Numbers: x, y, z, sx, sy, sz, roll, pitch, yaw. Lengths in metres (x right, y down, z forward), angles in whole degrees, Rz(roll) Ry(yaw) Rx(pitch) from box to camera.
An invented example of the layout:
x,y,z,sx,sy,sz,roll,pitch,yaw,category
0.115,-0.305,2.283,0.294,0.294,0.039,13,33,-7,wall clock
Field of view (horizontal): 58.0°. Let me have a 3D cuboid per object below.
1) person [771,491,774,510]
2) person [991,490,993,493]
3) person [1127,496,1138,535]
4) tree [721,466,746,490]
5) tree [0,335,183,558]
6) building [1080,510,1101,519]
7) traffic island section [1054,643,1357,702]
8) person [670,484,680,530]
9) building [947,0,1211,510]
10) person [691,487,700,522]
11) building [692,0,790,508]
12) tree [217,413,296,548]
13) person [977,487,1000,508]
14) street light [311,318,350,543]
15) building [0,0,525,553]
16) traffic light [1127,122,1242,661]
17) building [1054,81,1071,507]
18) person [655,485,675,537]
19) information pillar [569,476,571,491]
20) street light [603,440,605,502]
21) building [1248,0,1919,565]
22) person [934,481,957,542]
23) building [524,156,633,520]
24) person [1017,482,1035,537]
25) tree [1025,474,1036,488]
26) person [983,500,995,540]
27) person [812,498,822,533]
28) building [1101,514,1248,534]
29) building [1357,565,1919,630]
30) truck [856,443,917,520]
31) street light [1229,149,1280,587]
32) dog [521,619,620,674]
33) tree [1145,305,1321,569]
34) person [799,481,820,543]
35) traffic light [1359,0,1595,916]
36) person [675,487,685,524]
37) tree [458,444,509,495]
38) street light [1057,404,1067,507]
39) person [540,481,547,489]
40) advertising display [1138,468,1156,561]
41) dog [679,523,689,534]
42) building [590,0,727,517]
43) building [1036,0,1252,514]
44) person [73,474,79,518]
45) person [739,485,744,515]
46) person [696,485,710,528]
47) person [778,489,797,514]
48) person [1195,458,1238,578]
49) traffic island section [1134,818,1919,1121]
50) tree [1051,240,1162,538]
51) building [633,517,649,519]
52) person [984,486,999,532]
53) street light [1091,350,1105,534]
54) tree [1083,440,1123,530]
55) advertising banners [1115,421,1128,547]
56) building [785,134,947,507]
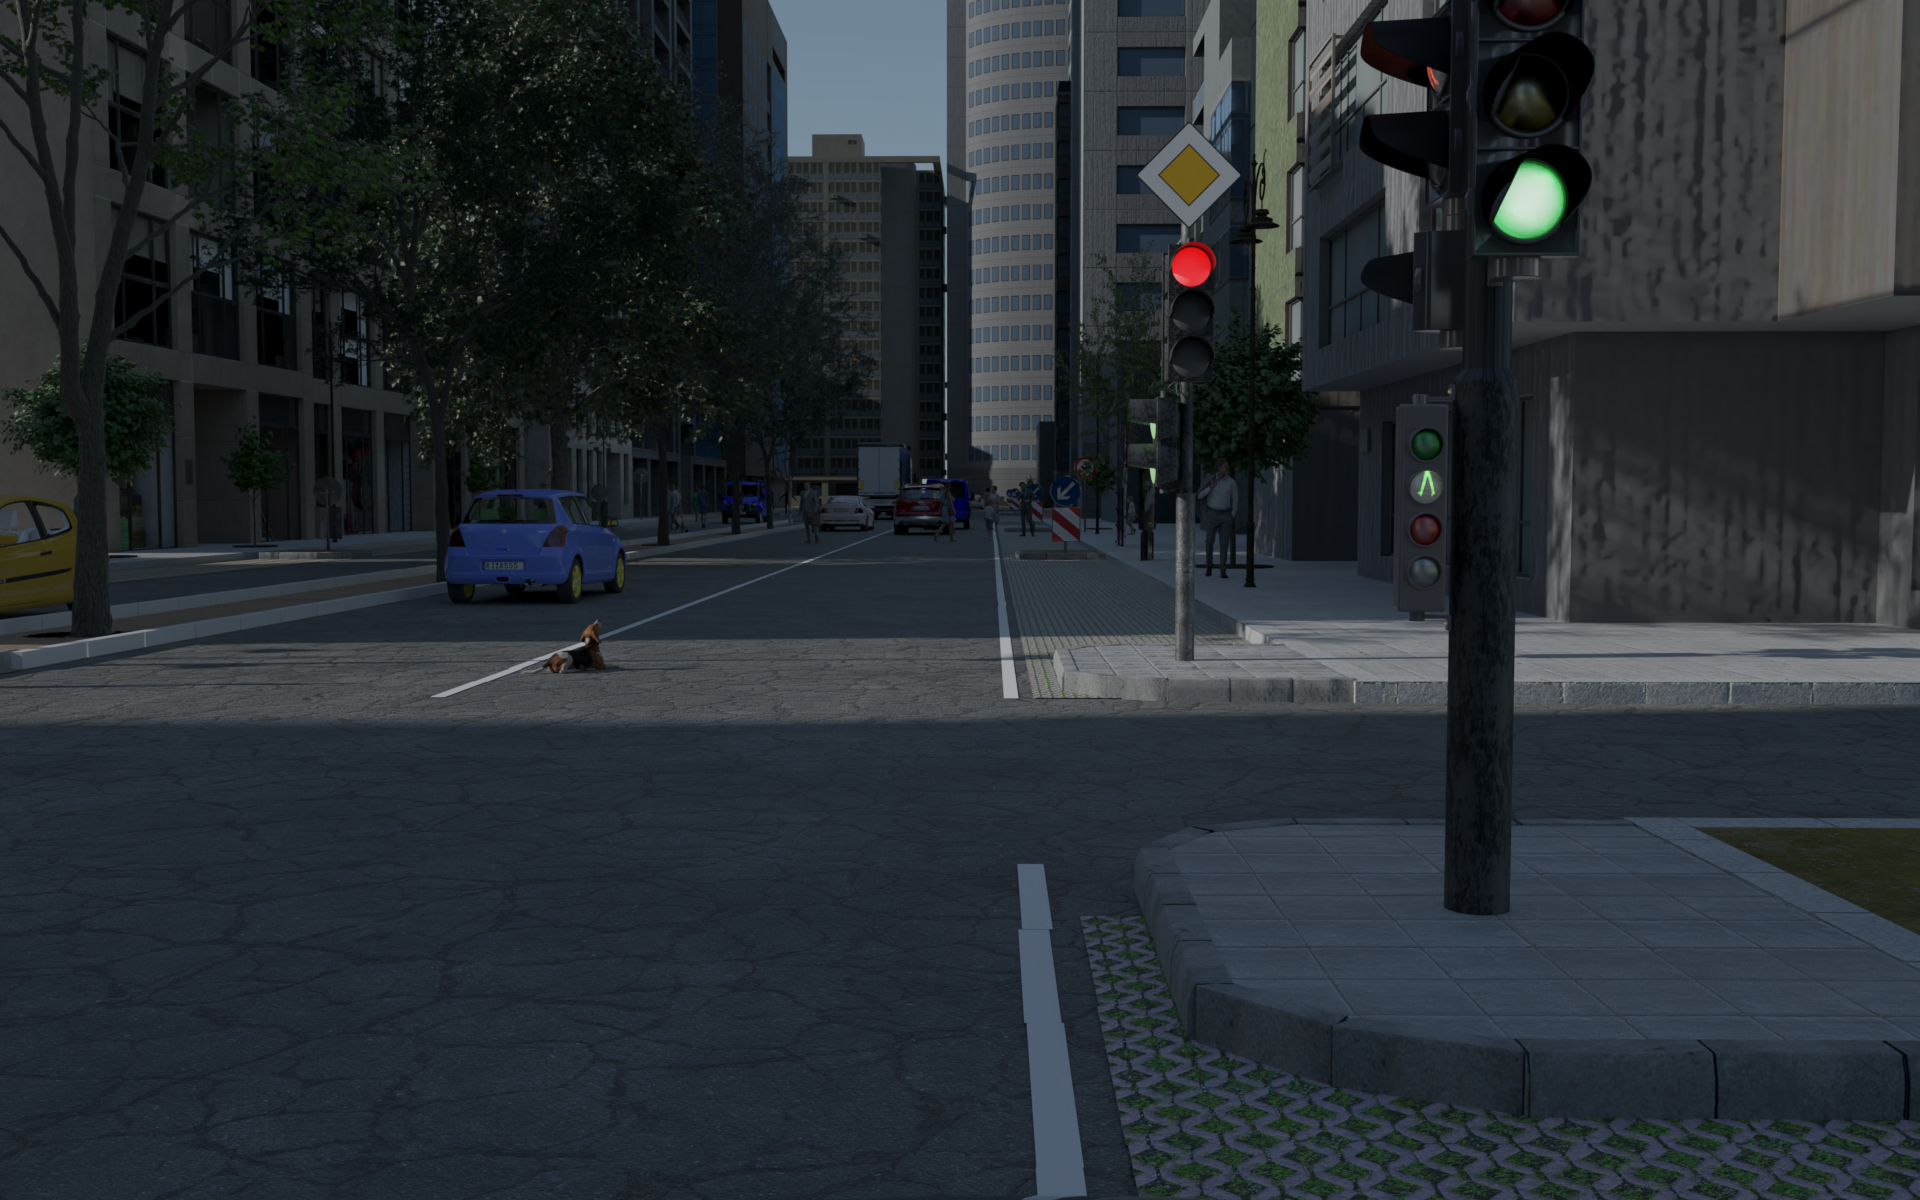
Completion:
x,y,z,sx,sy,sz,roll,pitch,yaw,category
-14.898,-7.936,136.253,0.683,1.767,0.568,1,4,15,person
2.247,-6.952,122.892,1.217,1.743,0.721,3,5,40,person
5.417,-2.640,54.221,0.382,1.210,0.505,0,4,-2,person
-15.534,-7.588,118.660,1.663,3.219,1.824,0,3,0,tree
-17.344,-3.132,34.919,4.285,4.588,4.351,0,3,0,tree
17.095,-34.288,102.600,21.231,58.520,28.212,0,4,1,building
1.755,0.545,13.372,2.009,0.180,2.903,0,4,1,traffic island section
-11.507,-3.718,69.382,0.679,1.850,0.850,2,4,32,person
12.708,-39.201,182.929,28.212,58.520,21.231,0,4,1,building
-13.285,-4.809,87.366,0.600,1.795,0.529,0,4,3,person
-23.320,-30.930,155.820,14.200,45.320,14.600,0,4,1,building
-16.982,-2.878,41.656,1.663,3.219,1.824,0,3,0,tree
1.605,-5.519,98.742,1.348,1.824,0.705,1,4,10,person
-16.551,-4.458,45.680,0.468,5.910,1.993,0,4,1,street light
-27.815,-15.248,53.827,19.350,26.468,34.151,0,4,1,building
1.715,-1.489,13.259,0.839,4.253,0.868,0,4,1,traffic light
13.759,-21.586,124.638,14.160,30.474,14.107,0,4,1,building
-9.784,-2.995,57.566,0.635,1.810,0.391,0,4,5,person
-15.864,-3.985,69.646,0.304,2.012,0.304,3,5,40,information pillar
-15.992,-6.419,77.736,0.468,5.910,1.993,0,4,1,street light
13.484,-21.714,38.615,14.154,41.232,14.086,0,4,1,building
-0.392,-2.650,51.929,0.778,1.811,0.616,-2,4,-32,person
-22.190,-13.793,80.274,10.420,20.320,16.860,0,4,1,building
2.227,-3.047,58.127,0.655,1.846,0.447,1,4,19,person
6.627,-10.464,165.688,1.663,3.219,1.824,0,3,0,tree
0.918,-2.533,54.603,0.352,1.250,0.332,-2,4,-35,person
-5.344,-3.154,64.340,0.475,1.303,0.640,1,4,19,person
17.907,-46.176,67.646,22.319,86.520,31.000,0,4,1,building
12.100,-20.517,19.051,14.086,41.232,14.154,0,4,1,building
-4.209,-6.794,99.999,2.839,4.237,11.283,0,4,2,truck
3.996,-3.113,23.686,0.468,5.910,1.993,0,4,1,street light
-3.161,0.375,14.057,0.748,0.427,0.550,0,4,-5,dog
4.817,-2.852,30.339,4.285,4.588,4.351,0,3,0,tree
-4.419,-2.570,50.632,0.709,1.813,0.853,1,4,17,person
-0.518,-1.866,5.170,4.771,5.953,1.251,0,4,1,traffic light
-13.432,-4.511,82.590,0.599,1.781,0.374,1,4,18,person
-16.405,-3.926,58.791,1.663,3.219,1.824,0,3,0,tree
5.139,-7.011,87.415,0.468,5.910,1.993,0,4,1,street light
-11.672,-2.457,48.842,0.661,1.801,0.590,-3,5,-42,person
3.635,-1.735,33.579,0.123,1.923,0.974,1,4,20,advertising display
-9.844,-2.580,62.370,0.748,0.427,0.550,-2,4,-33,dog
-27.159,-41.624,118.812,20.563,71.187,20.611,0,4,1,building
18.104,-50.960,145.867,22.319,86.520,31.000,0,4,1,building
-14.912,-1.249,29.196,0.573,1.790,0.520,-1,4,-23,person
-9.574,-4.055,74.776,0.580,1.828,0.573,3,4,39,person
-10.834,-3.941,72.965,0.581,1.822,0.654,0,4,3,person
-12.153,-6.951,122.167,1.348,1.821,0.705,-1,4,-13,person
3.943,-1.255,26.668,0.679,1.850,0.850,0,4,-2,person
1.615,1.033,5.388,2.009,0.180,2.903,0,4,1,traffic island section
4.767,-6.139,50.731,4.737,8.622,4.395,0,3,0,tree
-27.134,-40.366,98.237,20.563,71.187,20.611,0,4,1,building
1.237,-3.493,66.181,0.480,1.755,0.524,2,4,33,person
4.418,-5.062,55.553,0.468,5.910,1.993,0,4,1,street light
5.152,-4.167,62.735,1.663,3.219,1.824,0,3,0,tree
3.967,-2.832,42.488,0.090,3.025,2.074,0,4,-1,advertising banners
-13.400,-30.440,189.571,23.993,40.220,32.217,0,4,1,building
